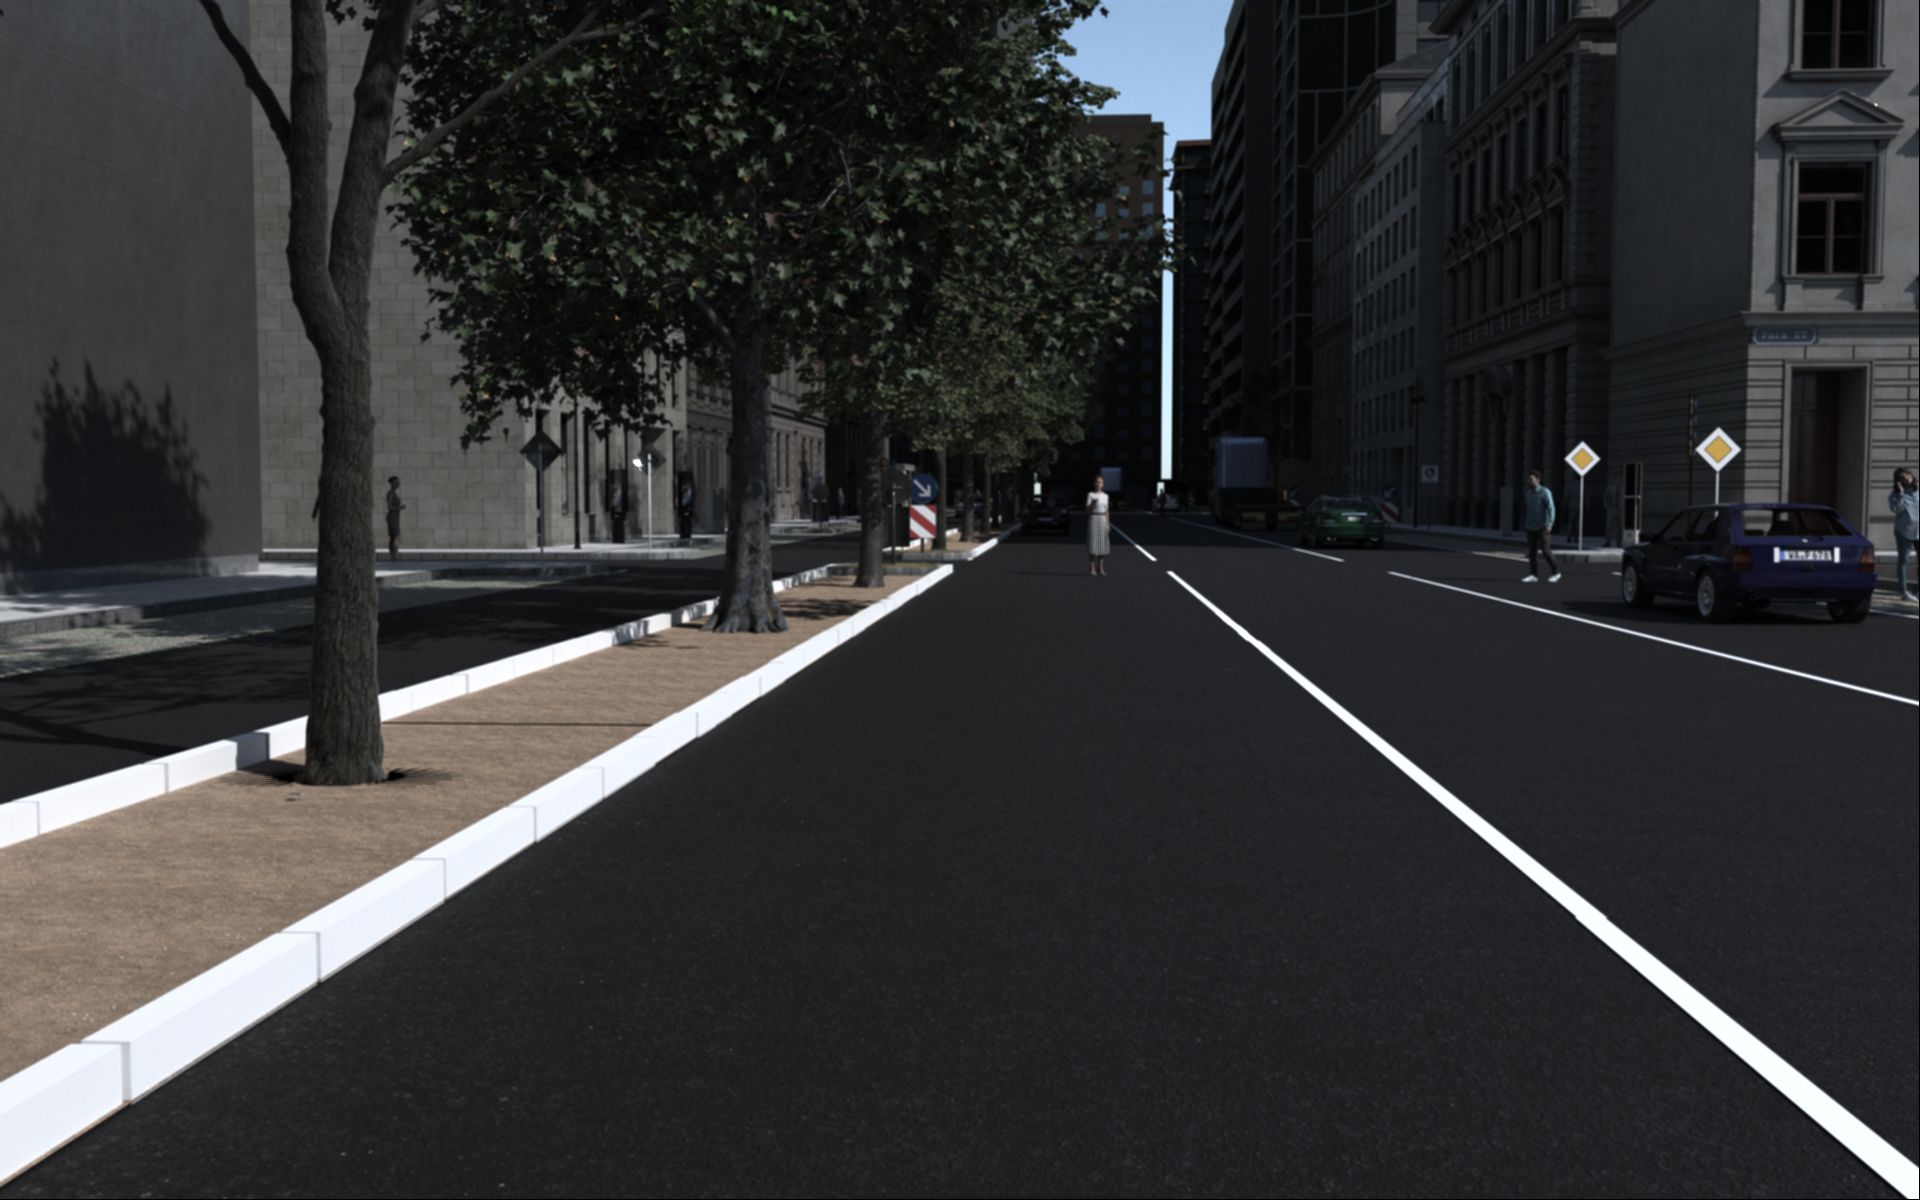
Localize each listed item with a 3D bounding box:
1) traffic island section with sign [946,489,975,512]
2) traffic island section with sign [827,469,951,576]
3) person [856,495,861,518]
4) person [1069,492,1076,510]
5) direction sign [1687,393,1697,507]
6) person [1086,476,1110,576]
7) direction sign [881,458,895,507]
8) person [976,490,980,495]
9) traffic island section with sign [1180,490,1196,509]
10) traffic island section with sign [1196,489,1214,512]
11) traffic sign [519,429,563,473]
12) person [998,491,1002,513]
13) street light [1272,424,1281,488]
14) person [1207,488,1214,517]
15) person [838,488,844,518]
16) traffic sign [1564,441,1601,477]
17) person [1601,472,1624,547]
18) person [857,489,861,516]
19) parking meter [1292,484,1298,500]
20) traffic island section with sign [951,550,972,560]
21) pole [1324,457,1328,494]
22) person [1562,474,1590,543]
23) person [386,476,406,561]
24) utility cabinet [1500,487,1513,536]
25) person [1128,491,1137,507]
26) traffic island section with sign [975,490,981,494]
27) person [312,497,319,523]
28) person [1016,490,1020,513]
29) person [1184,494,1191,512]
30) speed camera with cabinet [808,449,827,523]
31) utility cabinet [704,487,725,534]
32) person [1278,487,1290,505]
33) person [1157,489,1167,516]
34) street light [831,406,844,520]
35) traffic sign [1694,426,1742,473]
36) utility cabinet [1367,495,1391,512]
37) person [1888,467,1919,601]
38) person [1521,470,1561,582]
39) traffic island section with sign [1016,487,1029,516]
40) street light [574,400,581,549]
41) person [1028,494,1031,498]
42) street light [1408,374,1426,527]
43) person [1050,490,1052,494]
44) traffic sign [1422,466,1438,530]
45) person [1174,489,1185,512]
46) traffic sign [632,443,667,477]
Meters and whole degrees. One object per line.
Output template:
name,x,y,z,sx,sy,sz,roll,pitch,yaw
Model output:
traffic island section with sign,-0.066,-8.085,140.816,1.989,1.847,2.006,0,4,4
traffic island section with sign,-1.270,-1.408,31.150,2.006,1.907,1.989,0,4,4
person,-5.255,-4.926,91.602,0.505,1.210,0.382,-3,5,-40
person,9.989,-8.793,153.737,0.593,1.643,0.415,-3,4,-36
direction sign,16.502,-2.880,39.080,0.379,3.537,0.876,2,4,32
person,2.441,-1.301,30.341,0.480,1.755,0.524,-2,4,-27
direction sign,-4.465,-7.059,107.403,0.876,3.537,0.379,0,4,-3
person,1.212,-7.034,124.220,1.217,1.743,0.721,3,5,39
traffic island section with sign,22.114,-9.687,167.007,1.989,1.847,2.006,0,4,4
traffic island section with sign,20.323,-8.024,139.825,1.989,1.847,2.006,0,4,4
traffic sign,-7.567,-1.778,31.260,0.795,2.593,0.064,0,4,4
person,2.879,-7.256,128.050,0.530,1.710,0.541,1,4,11
street light,20.486,-8.520,112.084,0.468,5.910,1.993,0,4,4
person,15.738,-6.094,108.316,0.473,1.802,0.592,-1,4,-20
person,-6.499,-5.289,94.330,0.330,1.601,0.589,0,4,-5
traffic sign,13.605,-2.181,37.857,0.795,2.593,0.064,0,4,4
person,15.835,-2.179,41.777,0.635,1.810,0.391,1,4,23
person,-5.578,-5.704,99.886,0.643,1.750,0.593,3,4,36
parking meter,20.089,-6.011,103.993,0.399,1.863,0.255,0,4,2
traffic island section with sign,-0.775,-1.860,38.540,2.006,1.907,1.989,0,4,4
pole,20.292,-6.252,96.056,0.158,3.312,0.155,0,3,0
person,16.300,-2.427,45.843,0.709,1.813,0.853,1,4,22
person,-11.006,-1.527,33.808,0.374,1.781,0.599,-1,4,-13
utility cabinet,16.588,-2.683,52.544,0.318,1.500,1.173,1,4,14
person,18.604,-10.820,186.123,1.217,1.743,0.721,2,4,26
traffic island section with sign,1.759,-9.791,168.715,1.989,1.847,2.006,0,4,4
person,-11.490,-1.539,31.633,0.534,1.772,0.576,3,4,36
person,4.187,-7.091,125.113,0.551,1.740,0.621,0,4,-7
person,17.840,-7.607,136.133,0.557,1.426,1.065,-1,4,-19
speed camera with cabinet,-6.342,-5.053,76.947,0.660,3.252,2.038,0,4,3
utility cabinet,-7.910,-2.886,55.873,0.318,1.500,1.173,1,4,10
person,22.471,-6.999,120.567,1.348,1.812,0.705,-2,4,-29
person,13.004,-6.298,111.866,0.834,1.777,0.661,-3,5,-44
street light,-6.089,-6.920,85.934,0.468,5.910,1.993,0,4,4
traffic sign,13.081,-1.694,29.889,0.795,2.593,0.064,0,4,4
utility cabinet,18.593,-4.018,76.855,1.020,1.237,0.306,3,5,40
person,12.795,-0.887,23.262,0.793,1.790,0.793,-2,4,-24
person,9.527,-1.212,28.340,0.620,1.820,0.660,-2,4,-26
traffic island section with sign,4.139,-6.445,113.519,2.006,1.907,1.989,0,4,4
street light,-8.946,-4.131,40.327,0.468,5.910,1.993,0,4,4
person,6.362,-8.795,155.526,0.991,1.433,0.599,3,5,40
street light,17.601,-5.748,66.775,0.468,5.910,1.993,0,4,4
person,7.882,-8.462,147.387,0.750,1.759,0.617,-1,4,-10
traffic sign,16.859,-3.675,62.208,0.606,2.300,0.079,1,4,9
person,17.724,-8.097,140.892,1.348,1.823,0.705,1,4,14
traffic sign,-7.044,-2.265,39.228,0.795,2.593,0.064,0,4,4
